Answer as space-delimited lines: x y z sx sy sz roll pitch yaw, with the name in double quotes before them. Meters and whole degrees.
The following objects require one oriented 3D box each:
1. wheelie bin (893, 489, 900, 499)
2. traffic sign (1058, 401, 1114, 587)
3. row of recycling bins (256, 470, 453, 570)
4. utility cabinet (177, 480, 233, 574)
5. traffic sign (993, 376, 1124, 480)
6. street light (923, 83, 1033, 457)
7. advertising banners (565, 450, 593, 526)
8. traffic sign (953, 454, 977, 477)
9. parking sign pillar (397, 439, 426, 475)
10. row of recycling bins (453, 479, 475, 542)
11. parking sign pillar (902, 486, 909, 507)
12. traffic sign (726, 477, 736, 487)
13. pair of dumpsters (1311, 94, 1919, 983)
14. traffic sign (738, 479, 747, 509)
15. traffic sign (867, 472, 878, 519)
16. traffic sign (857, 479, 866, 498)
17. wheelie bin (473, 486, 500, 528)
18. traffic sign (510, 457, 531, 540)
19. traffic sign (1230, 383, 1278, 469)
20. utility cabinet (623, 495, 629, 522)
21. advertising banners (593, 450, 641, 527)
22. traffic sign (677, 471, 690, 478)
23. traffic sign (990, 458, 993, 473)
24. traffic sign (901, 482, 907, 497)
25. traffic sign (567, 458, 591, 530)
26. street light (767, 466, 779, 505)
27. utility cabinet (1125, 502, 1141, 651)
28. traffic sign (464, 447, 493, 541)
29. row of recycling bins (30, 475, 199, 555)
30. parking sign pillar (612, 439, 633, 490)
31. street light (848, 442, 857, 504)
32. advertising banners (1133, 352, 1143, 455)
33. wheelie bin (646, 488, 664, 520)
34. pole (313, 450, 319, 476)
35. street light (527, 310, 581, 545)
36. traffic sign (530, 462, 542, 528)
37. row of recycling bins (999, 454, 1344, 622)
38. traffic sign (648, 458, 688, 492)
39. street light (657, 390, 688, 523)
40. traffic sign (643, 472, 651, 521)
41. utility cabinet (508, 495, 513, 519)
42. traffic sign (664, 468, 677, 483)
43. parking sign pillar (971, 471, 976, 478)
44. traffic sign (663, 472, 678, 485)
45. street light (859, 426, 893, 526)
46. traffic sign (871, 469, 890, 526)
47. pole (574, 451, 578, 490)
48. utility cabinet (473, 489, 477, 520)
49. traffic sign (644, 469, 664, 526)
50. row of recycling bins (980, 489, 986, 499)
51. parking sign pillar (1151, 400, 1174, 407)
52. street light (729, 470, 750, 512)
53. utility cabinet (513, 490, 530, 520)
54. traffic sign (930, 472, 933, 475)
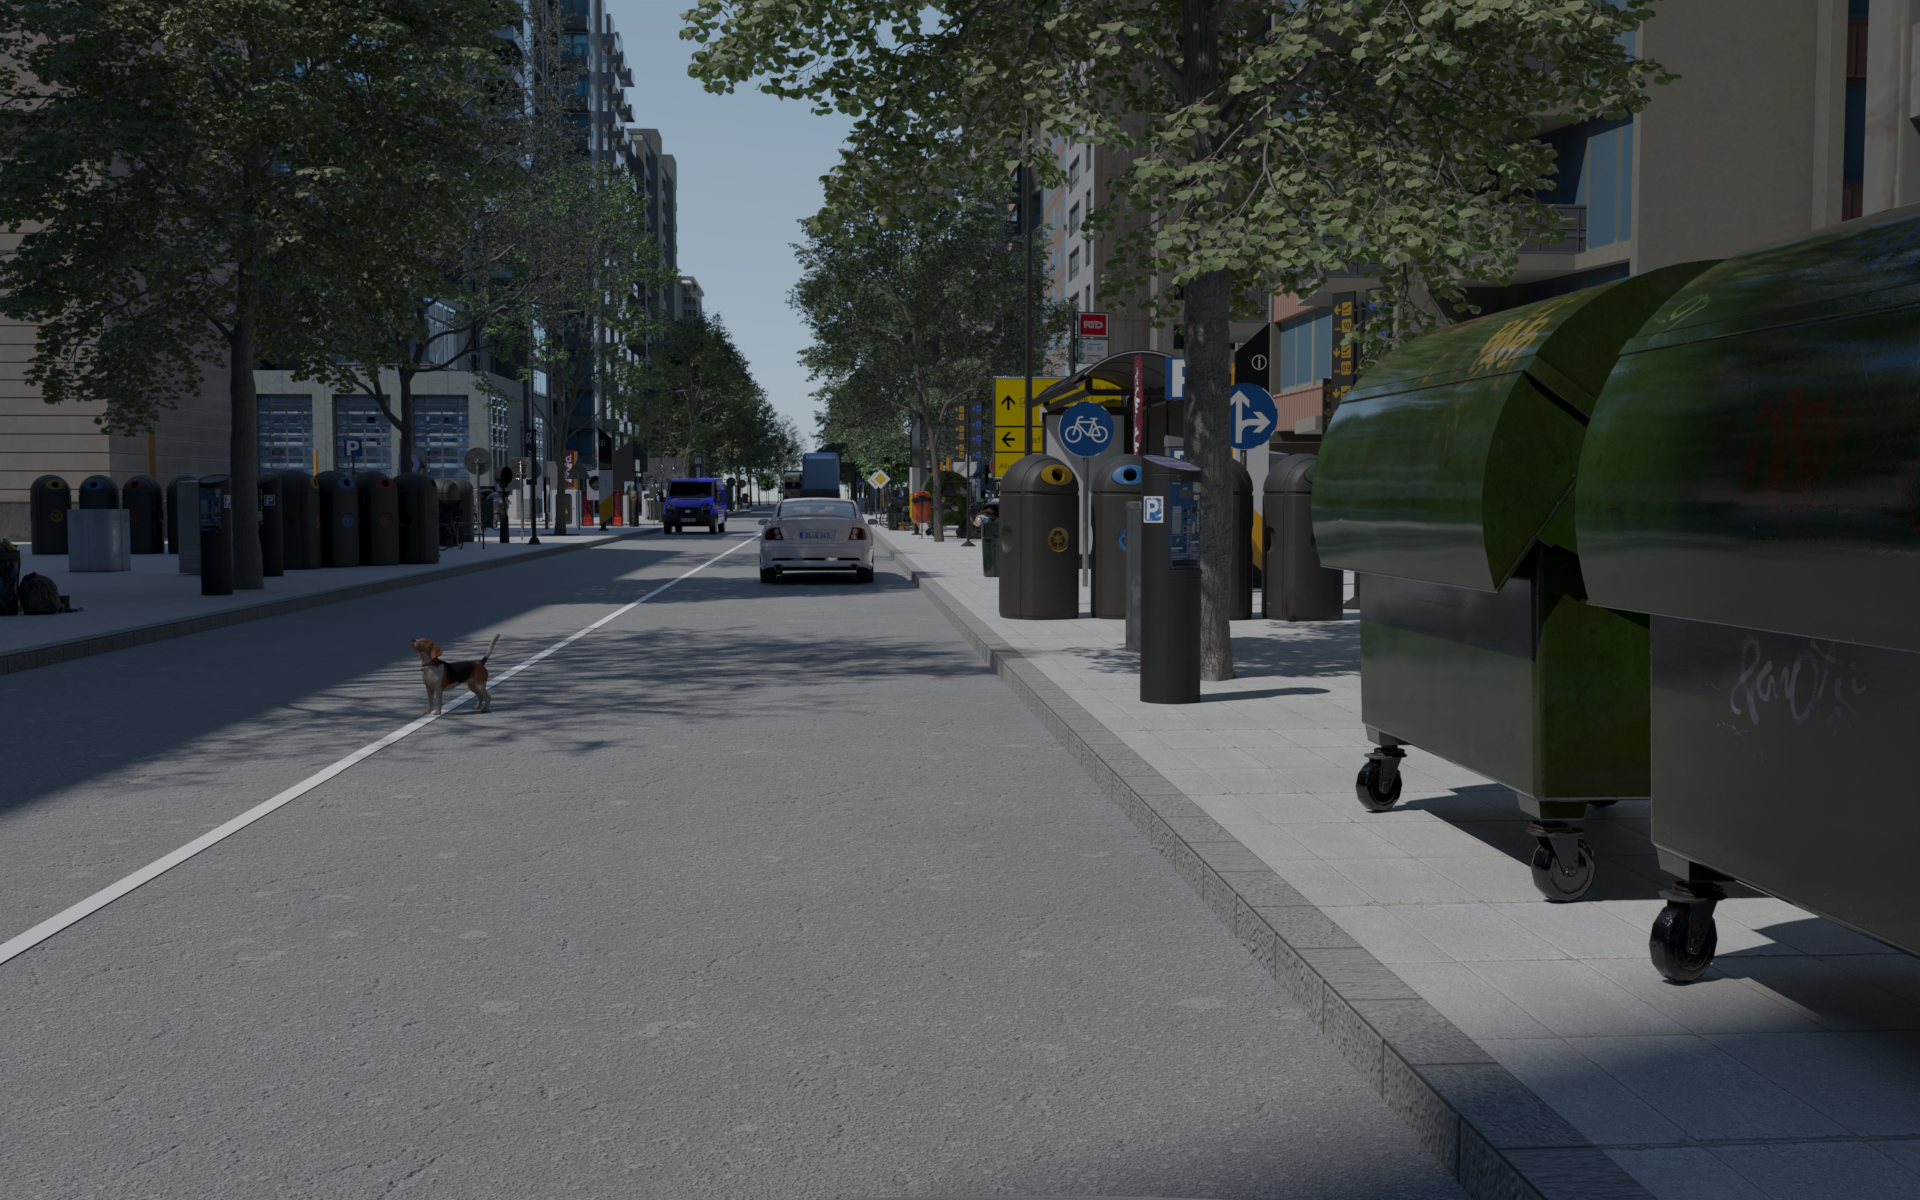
"wheelie bin" -4.081 -6.430 113.045 0.693 1.594 0.980 -3 5 -42
"traffic sign" 1.737 -1.456 23.910 0.768 2.556 0.104 0 4 0
"row of recycling bins" -10.768 -1.445 30.745 1.069 1.692 3.534 2 4 29
"utility cabinet" -11.906 -1.152 27.511 1.173 1.500 0.318 2 4 27
"traffic sign" 1.696 -2.206 29.937 2.265 3.308 0.079 0 4 1
"street light" 0.241 -2.880 19.634 1.470 5.913 1.316 0 4 -4
"advertising banners" -14.783 -4.443 68.831 2.074 3.025 0.090 -1 4 -11
"traffic sign" 0.148 -3.350 54.879 0.768 2.556 0.104 0 4 4
"parking sign pillar" -26.638 -5.855 84.199 1.447 3.967 1.447 0 4 7
"row of recycling bins" -13.793 -2.325 45.128 1.069 1.692 3.534 1 4 16
"parking sign pillar" -2.924 -7.136 105.141 1.447 3.967 1.447 -2 4 -27
"traffic sign" -17.142 -7.925 129.672 0.768 2.556 0.104 0 4 2
"pair of dumpsters" 2.372 -0.152 4.973 1.574 2.255 4.437 0 4 -4
"traffic sign" -18.561 -9.021 147.604 0.768 2.556 0.104 0 4 -3
"traffic sign" -3.778 -4.530 77.715 0.795 2.450 0.064 0 4 -4
"traffic sign" -8.372 -8.994 147.157 0.768 2.556 0.104 0 4 -3
"wheelie bin" -17.897 -3.534 65.687 0.980 1.594 0.693 0 3 0
"traffic sign" -12.208 -2.820 48.231 0.606 2.300 0.079 0 4 1
"traffic sign" 3.262 -1.214 19.955 0.768 2.556 0.104 0 4 1
"utility cabinet" -15.079 -4.160 79.184 0.306 1.237 1.020 1 4 18
"advertising banners" -13.450 -4.401 68.141 2.074 3.025 0.090 2 4 23
"traffic sign" -13.717 -5.178 85.837 0.795 2.450 0.064 0 4 -4
"traffic sign" 1.328 -3.343 54.772 0.768 2.556 0.104 0 4 2
"traffic sign" -3.292 -5.834 97.508 0.606 2.300 0.079 0 4 2
"traffic sign" -13.675 -3.800 62.140 0.884 2.594 0.081 0 4 3
"street light" -21.920 -14.108 203.204 1.470 5.913 1.316 0 4 -4
"utility cabinet" 1.699 -0.207 14.545 0.306 1.237 1.020 2 4 25
"traffic sign" -13.094 -2.874 47.099 0.768 2.556 0.104 0 4 0
"row of recycling bins" -18.027 -1.837 37.140 3.534 1.692 1.069 -1 4 -11
"parking sign pillar" -16.671 -5.891 84.787 1.447 3.967 1.447 -1 4 -21
"street light" -5.835 -7.963 102.735 1.470 5.913 1.316 0 4 -4
"advertising banners" 2.155 -1.605 22.428 0.090 3.025 2.074 0 4 -4
"wheelie bin" -14.922 -4.708 84.878 0.980 1.594 0.693 3 5 42
"pole" -29.500 -5.232 79.390 0.158 3.312 0.155 0 3 0
"street light" -10.258 -4.358 43.790 1.470 5.913 1.316 0 4 -4
"traffic sign" -15.974 -3.942 64.564 0.768 2.556 0.104 0 4 1
"row of recycling bins" 2.156 -0.660 17.902 3.534 1.692 1.069 0 4 4
"traffic sign" -16.285 -6.285 96.628 2.265 3.308 0.079 0 4 1
"street light" -12.796 -6.403 77.228 1.470 5.913 1.316 0 4 -4
"traffic sign" -14.514 -4.829 81.085 0.606 2.300 0.079 0 4 -3
"utility cabinet" -23.081 -4.780 89.313 1.020 1.237 0.306 3 5 39
"traffic sign" -14.387 -5.298 86.625 0.884 2.594 0.081 0 4 -4
"parking sign pillar" 0.630 -7.891 117.492 1.447 3.967 1.447 2 4 29
"traffic sign" -12.800 -4.492 77.080 0.795 2.450 0.064 0 4 -4
"street light" -3.301 -5.942 69.694 1.470 5.913 1.316 0 4 -4
"traffic sign" -3.197 -4.043 69.751 0.795 2.450 0.064 0 4 -4
"pole" -18.326 -5.430 82.616 0.158 3.312 0.155 0 3 0
"utility cabinet" -22.164 -4.313 79.202 0.318 1.500 1.173 0 4 7
"traffic sign" -12.219 -4.005 69.116 0.795 2.450 0.064 0 4 -4
"row of recycling bins" 1.122 -7.457 129.030 1.069 1.692 3.534 2 4 30
"parking sign pillar" 4.602 -3.078 38.804 1.447 3.967 1.447 -1 4 -14
"street light" -16.255 -9.450 127.049 1.470 5.913 1.316 0 4 -4
"utility cabinet" -21.584 -4.718 85.816 0.318 1.500 1.173 3 5 40
"traffic sign" -1.137 -5.394 88.300 0.768 2.556 0.104 0 4 0
